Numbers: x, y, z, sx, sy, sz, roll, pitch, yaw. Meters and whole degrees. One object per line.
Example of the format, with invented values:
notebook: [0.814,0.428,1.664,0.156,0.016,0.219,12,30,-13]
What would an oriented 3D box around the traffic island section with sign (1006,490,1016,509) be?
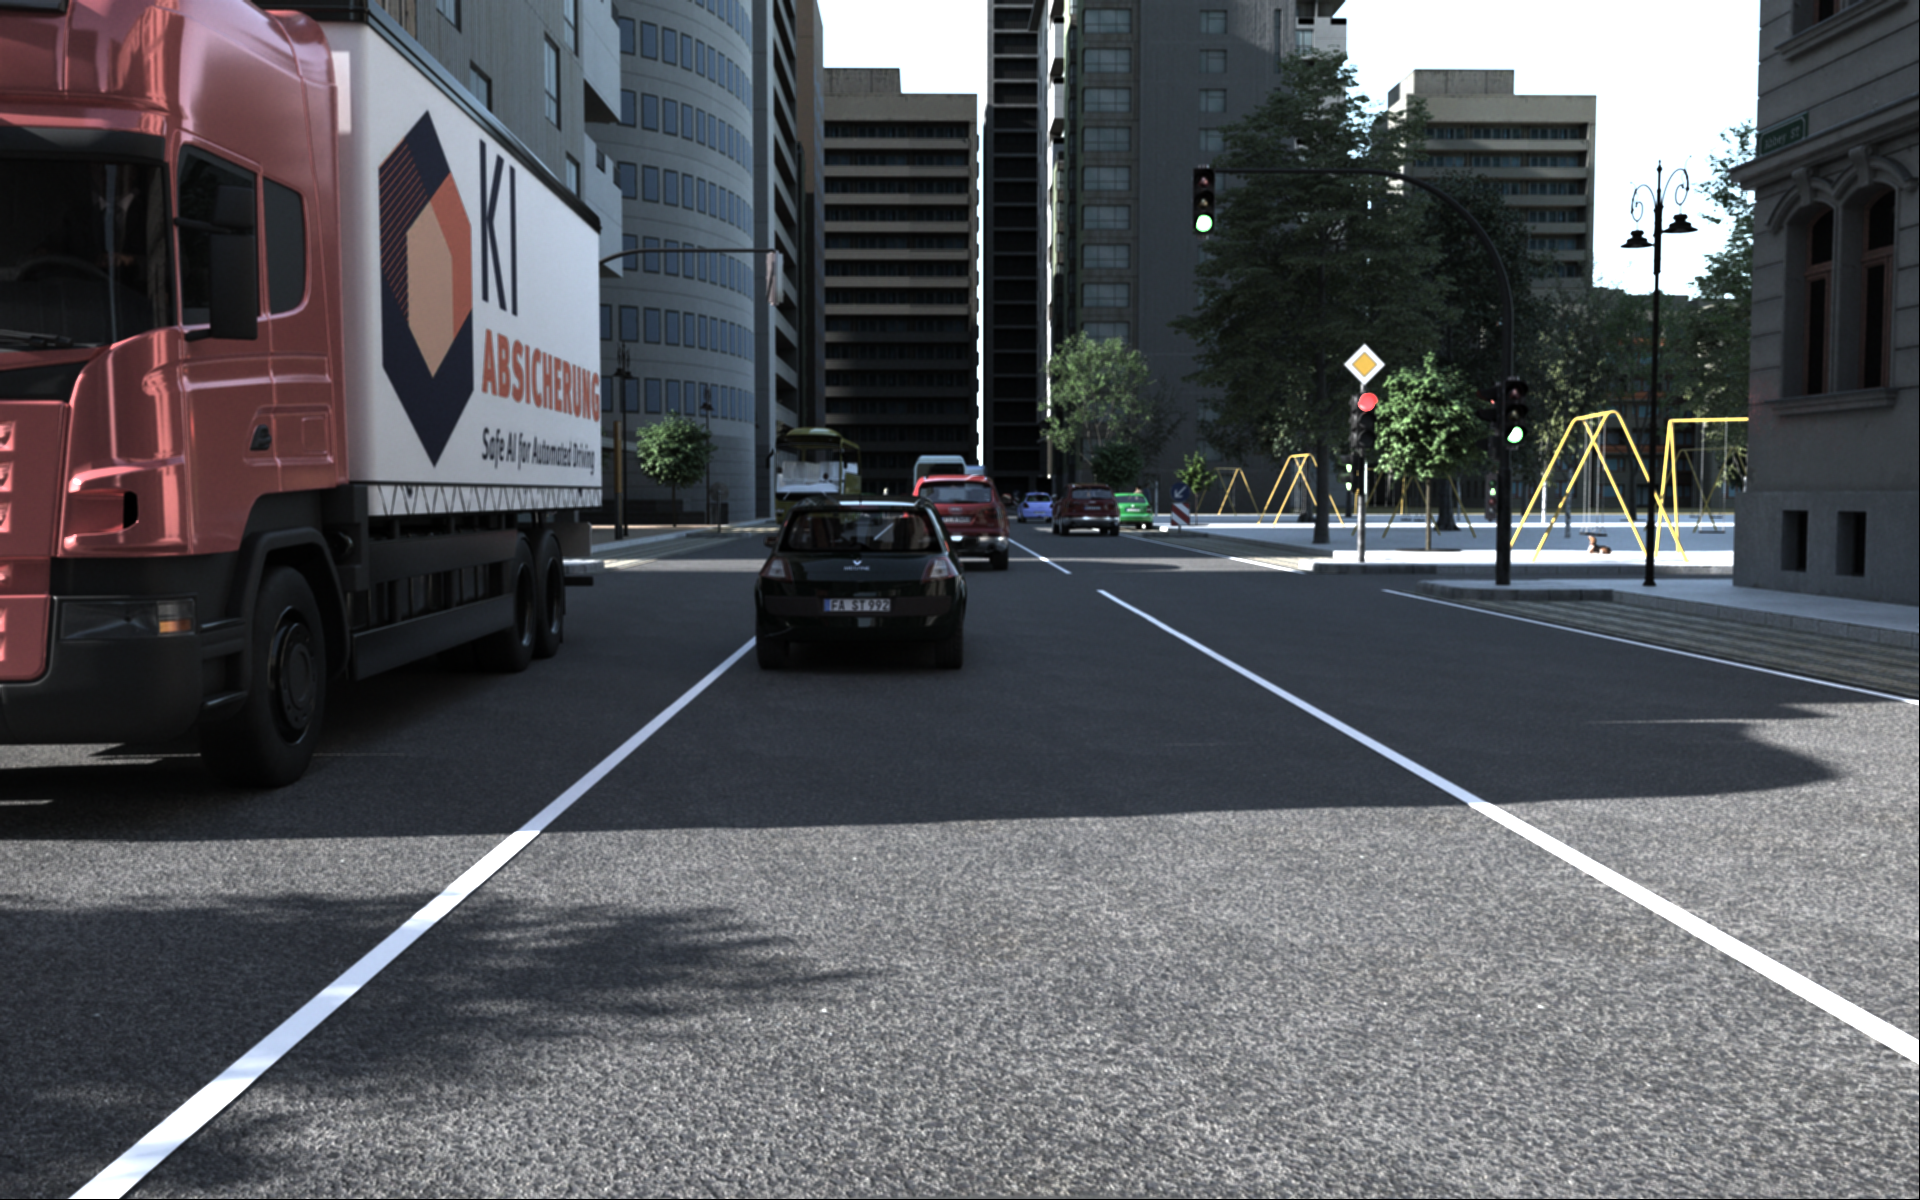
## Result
traffic island section with sign: [5.150,-9.418,162.606,1.989,1.847,2.006,0,4,-1]

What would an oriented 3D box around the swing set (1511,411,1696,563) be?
swing set: [12.426,-2.227,34.023,2.862,2.851,3.119,0,4,7]

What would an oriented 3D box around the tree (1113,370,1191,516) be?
tree: [11.329,-9.268,101.898,4.360,8.622,3.978,0,3,0]

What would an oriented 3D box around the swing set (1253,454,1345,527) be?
swing set: [13.557,-4.372,69.110,2.862,2.851,3.119,0,4,-3]

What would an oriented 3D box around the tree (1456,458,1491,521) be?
tree: [23.795,-8.054,82.047,4.360,8.622,3.978,0,3,0]

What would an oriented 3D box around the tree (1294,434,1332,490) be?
tree: [21.673,-9.414,104.287,4.360,8.622,3.978,0,3,0]

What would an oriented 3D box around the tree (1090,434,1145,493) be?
tree: [8.486,-6.739,93.899,4.285,4.588,4.351,0,3,0]

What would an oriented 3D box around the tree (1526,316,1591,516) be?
tree: [33.532,-11.226,101.677,7.486,12.596,7.792,0,3,0]

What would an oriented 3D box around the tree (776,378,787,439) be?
tree: [-12.010,-9.289,102.237,4.360,8.622,3.978,0,3,0]

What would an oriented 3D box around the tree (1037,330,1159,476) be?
tree: [8.689,-11.191,108.731,9.928,11.665,9.643,0,3,0]

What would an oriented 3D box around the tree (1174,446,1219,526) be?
tree: [9.723,-4.624,70.200,1.663,3.219,1.824,0,3,0]

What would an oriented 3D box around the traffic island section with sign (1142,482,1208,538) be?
traffic island section with sign: [7.091,-2.988,57.478,1.989,1.847,2.006,0,4,-1]

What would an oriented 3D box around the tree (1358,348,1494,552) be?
tree: [10.510,-3.379,38.968,4.285,4.588,4.351,0,3,0]

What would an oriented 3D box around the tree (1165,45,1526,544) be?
tree: [9.222,-7.760,45.004,7.486,12.596,7.792,0,3,0]

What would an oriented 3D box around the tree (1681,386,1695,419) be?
tree: [33.684,-7.604,74.686,4.737,8.622,4.395,0,3,0]

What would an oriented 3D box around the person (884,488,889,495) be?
person: [-4.446,-5.924,105.542,0.526,1.800,0.537,-2,4,-29]

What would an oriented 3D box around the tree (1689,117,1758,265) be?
tree: [22.275,-7.168,42.949,9.928,11.665,9.643,0,3,0]

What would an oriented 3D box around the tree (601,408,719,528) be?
tree: [-10.935,-5.074,66.676,4.285,4.588,4.351,0,3,0]

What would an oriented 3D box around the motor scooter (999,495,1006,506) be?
motor scooter: [4.482,-10.265,180.602,0.815,1.314,1.986,0,4,0]

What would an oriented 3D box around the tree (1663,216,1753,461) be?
tree: [30.781,-9.049,66.081,7.486,12.596,7.792,0,3,0]

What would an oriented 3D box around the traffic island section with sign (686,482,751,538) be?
traffic island section with sign: [-7.932,-2.968,57.154,1.989,1.847,2.006,0,4,-1]

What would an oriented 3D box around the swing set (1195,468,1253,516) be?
swing set: [15.998,-6.508,104.017,2.862,2.851,3.119,3,4,38]

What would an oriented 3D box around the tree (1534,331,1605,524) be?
tree: [25.591,-7.618,74.909,4.737,8.622,4.395,0,3,0]

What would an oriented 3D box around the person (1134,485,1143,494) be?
person: [11.266,-6.286,108.833,1.348,1.823,0.705,0,4,4]

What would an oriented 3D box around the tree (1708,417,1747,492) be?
tree: [51.758,-8.356,99.525,11.467,7.101,20.602,3,5,43]

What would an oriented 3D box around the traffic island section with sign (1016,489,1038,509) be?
traffic island section with sign: [5.647,-7.743,135.231,1.989,1.847,2.006,0,4,-1]

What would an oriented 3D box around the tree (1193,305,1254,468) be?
tree: [15.658,-9.842,77.933,9.611,12.733,9.660,0,3,0]

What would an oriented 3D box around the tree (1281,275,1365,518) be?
tree: [21.319,-11.246,94.238,12.009,13.543,11.850,0,3,0]

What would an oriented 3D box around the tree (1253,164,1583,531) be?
tree: [17.017,-8.776,60.492,9.611,12.733,9.660,0,3,0]

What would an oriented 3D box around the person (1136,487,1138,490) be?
person: [11.381,-6.416,111.662,0.721,1.735,1.217,-1,4,-22]

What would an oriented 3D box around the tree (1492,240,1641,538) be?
tree: [17.941,-6.154,50.985,4.360,8.622,3.978,0,3,0]

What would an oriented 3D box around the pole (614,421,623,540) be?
pole: [-9.579,-3.346,48.544,0.158,3.312,0.155,0,3,0]

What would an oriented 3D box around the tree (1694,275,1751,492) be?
tree: [24.297,-6.142,50.782,4.737,8.622,4.395,0,3,0]

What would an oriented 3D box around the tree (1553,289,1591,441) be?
tree: [32.518,-9.640,83.371,9.928,11.665,9.643,0,3,0]

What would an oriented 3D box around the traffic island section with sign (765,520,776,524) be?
traffic island section with sign: [-8.433,-4.647,84.610,1.989,1.847,2.006,0,4,-1]

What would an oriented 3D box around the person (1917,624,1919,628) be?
person: [9.531,-0.583,16.571,0.522,1.701,0.512,3,5,44]

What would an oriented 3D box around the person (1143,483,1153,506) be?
person: [9.371,-4.966,87.266,0.654,1.822,0.581,-1,4,-13]
